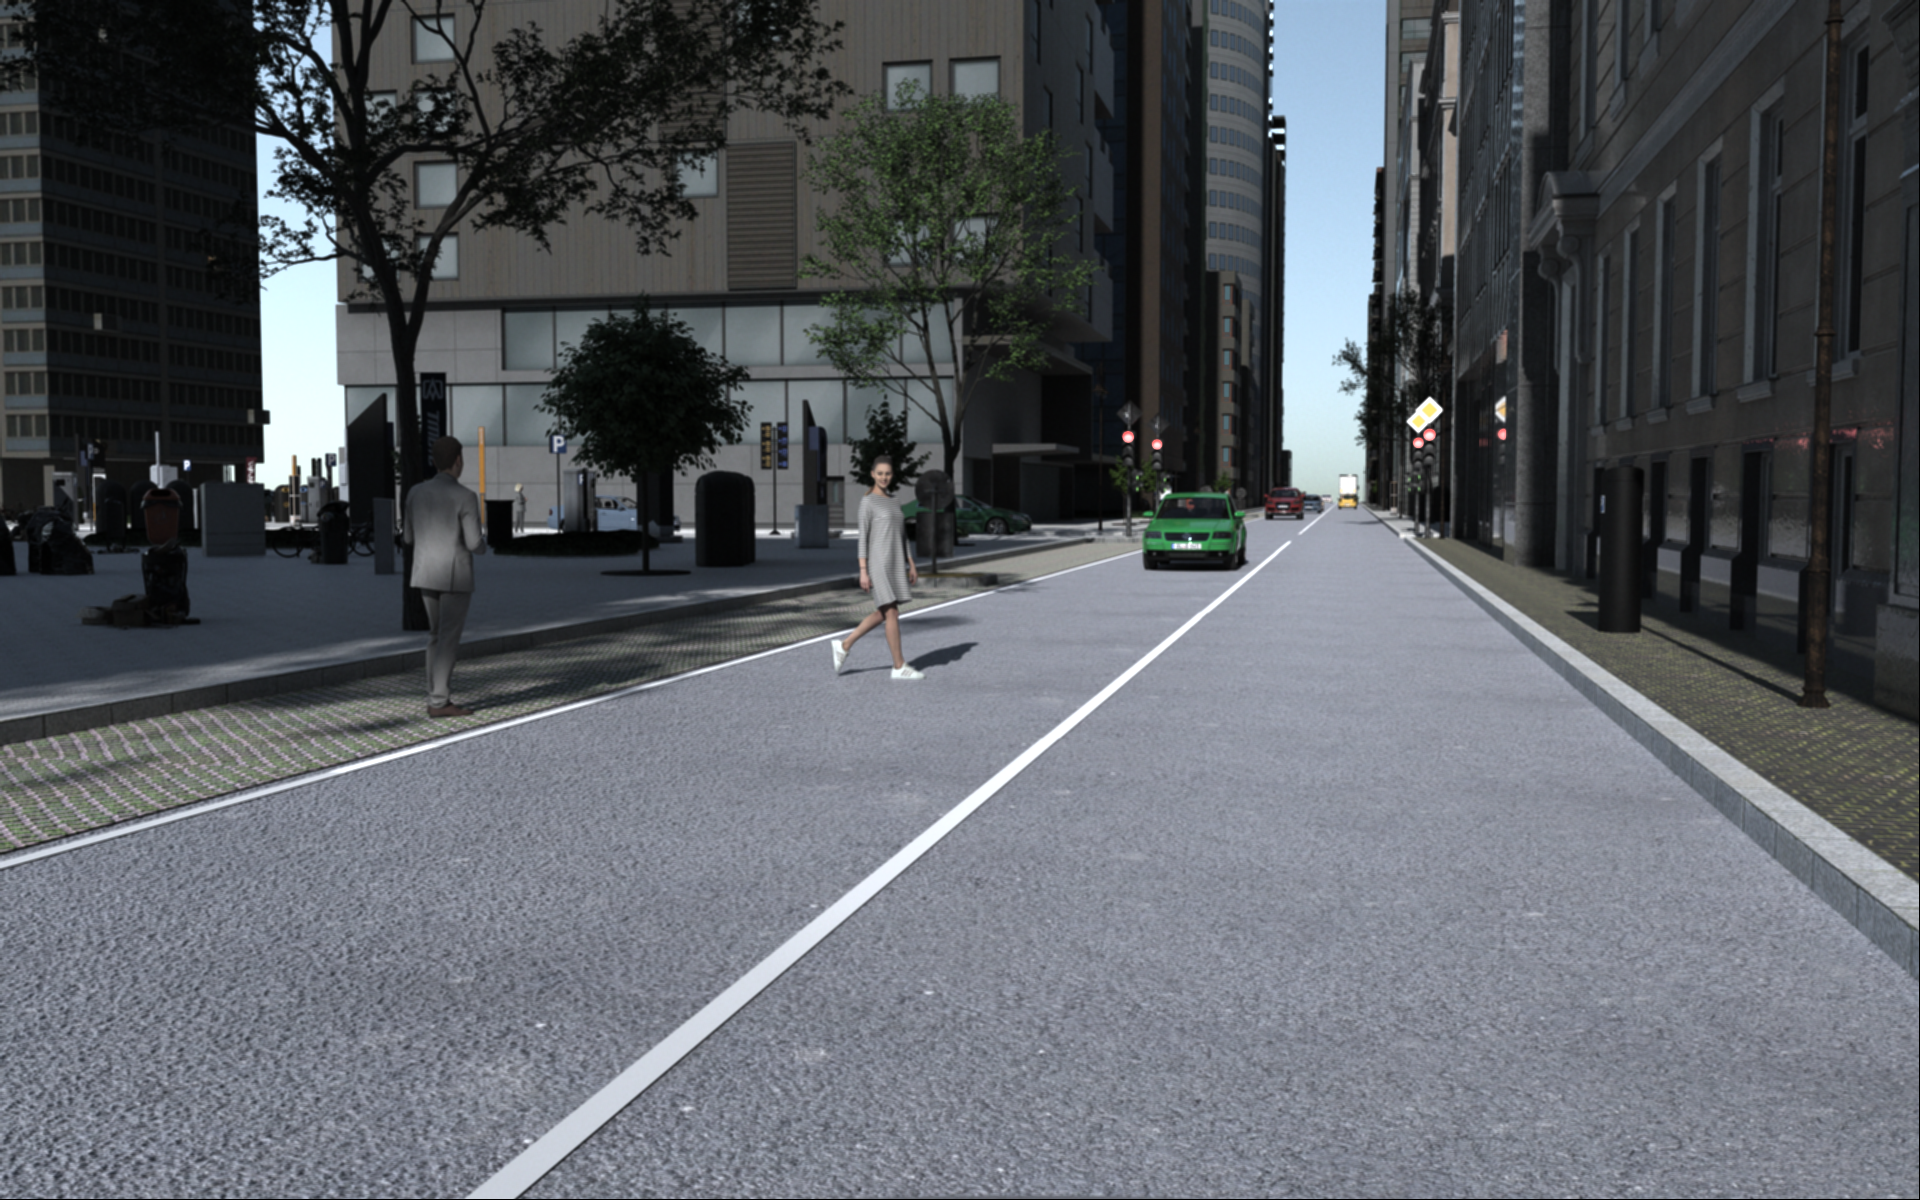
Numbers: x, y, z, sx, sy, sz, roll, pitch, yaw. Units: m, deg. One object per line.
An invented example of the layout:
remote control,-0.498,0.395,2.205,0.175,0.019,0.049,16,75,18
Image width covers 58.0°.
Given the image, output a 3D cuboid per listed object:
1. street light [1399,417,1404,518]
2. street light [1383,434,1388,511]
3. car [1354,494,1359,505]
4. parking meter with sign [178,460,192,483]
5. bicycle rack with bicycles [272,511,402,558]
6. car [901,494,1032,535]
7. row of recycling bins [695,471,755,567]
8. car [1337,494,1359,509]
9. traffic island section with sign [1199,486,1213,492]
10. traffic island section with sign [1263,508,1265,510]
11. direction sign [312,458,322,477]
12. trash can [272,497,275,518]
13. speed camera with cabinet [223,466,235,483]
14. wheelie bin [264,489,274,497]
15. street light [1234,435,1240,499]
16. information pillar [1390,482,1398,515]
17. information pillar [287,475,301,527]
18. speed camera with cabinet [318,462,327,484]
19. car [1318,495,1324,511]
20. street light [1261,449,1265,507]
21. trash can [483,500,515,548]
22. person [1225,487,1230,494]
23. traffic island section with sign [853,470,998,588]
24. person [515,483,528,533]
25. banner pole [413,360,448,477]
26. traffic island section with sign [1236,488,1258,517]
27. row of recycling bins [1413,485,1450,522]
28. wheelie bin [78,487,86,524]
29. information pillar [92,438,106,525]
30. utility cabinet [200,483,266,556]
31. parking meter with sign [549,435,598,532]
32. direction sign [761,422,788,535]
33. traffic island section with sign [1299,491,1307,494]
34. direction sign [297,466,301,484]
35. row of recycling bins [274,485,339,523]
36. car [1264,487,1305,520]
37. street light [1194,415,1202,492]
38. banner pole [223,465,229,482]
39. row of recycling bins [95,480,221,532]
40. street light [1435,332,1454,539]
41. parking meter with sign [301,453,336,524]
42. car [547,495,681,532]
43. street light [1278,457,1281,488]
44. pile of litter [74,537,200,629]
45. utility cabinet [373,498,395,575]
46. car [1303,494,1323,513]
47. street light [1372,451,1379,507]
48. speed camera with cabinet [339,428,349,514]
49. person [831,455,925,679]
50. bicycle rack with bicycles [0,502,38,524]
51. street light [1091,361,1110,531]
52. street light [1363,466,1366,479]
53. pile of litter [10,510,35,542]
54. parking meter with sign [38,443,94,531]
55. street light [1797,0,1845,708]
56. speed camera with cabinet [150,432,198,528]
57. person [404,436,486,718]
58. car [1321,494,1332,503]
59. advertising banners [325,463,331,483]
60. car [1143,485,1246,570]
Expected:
street light,23.260,-7.244,91.223,0.468,5.910,1.993,1,4,13
street light,31.972,-9.641,130.411,0.468,5.910,1.993,1,4,13
car,51.862,-13.331,229.763,2.131,1.459,4.920,1,4,14
parking meter with sign,-39.707,-5.583,87.544,0.543,3.016,1.738,2,4,27
bicycle rack with bicycles,-12.616,-1.396,36.202,2.925,0.926,2.852,-1,4,-10
car,-0.047,-2.784,57.314,4.920,1.459,2.131,1,4,11
row of recycling bins,-4.313,-1.527,32.083,1.069,1.692,3.534,0,4,-4
car,37.136,-9.518,165.842,2.015,1.641,3.980,1,4,14
traffic island section with sign,11.510,-4.414,80.798,1.989,1.847,2.006,1,4,13
traffic island section with sign,28.387,-9.020,156.102,1.989,1.847,2.006,1,4,13
direction sign,-40.585,-7.177,109.337,0.876,3.537,0.379,2,4,30
trash can,-37.174,-5.065,94.470,0.748,1.137,0.748,0,3,0
speed camera with cabinet,-52.800,-7.913,123.721,2.038,3.252,0.660,1,4,18
wheelie bin,-47.190,-6.720,117.786,0.980,1.594,0.693,-2,4,-27
street light,21.604,-9.918,134.947,0.468,5.910,1.993,1,4,13
information pillar,26.468,-6.186,105.631,0.304,2.012,0.304,-2,4,-34
information pillar,-25.681,-3.816,66.883,0.304,2.012,0.304,2,4,35
speed camera with cabinet,-39.242,-6.820,105.844,0.660,3.252,2.038,0,4,5
car,29.757,-8.199,146.423,2.083,1.381,4.827,1,4,15
street light,30.429,-12.311,174.071,0.468,5.910,1.993,1,4,13
trash can,-10.994,-1.817,41.360,0.748,1.137,0.748,0,3,0
person,15.193,-5.558,99.214,0.795,1.843,0.661,1,4,16
traffic island section with sign,-0.471,-1.142,27.293,1.989,1.847,2.006,1,4,13
person,-14.709,-3.025,58.149,0.526,1.800,0.537,0,4,-4
banner pole,-9.688,-2.531,31.394,0.863,3.779,0.401,0,4,-1
traffic island section with sign,17.494,-6.046,107.485,1.989,1.847,2.006,1,4,13
row of recycling bins,22.755,-4.465,80.112,3.534,1.692,1.069,2,4,25
wheelie bin,-37.791,-4.028,73.770,0.693,1.594,0.980,3,5,41
information pillar,-35.513,-4.898,71.439,0.504,3.616,0.183,-2,4,-26
utility cabinet,-14.914,-1.643,35.541,1.173,1.500,0.318,-3,5,-39
parking meter with sign,-11.182,-3.308,50.353,1.738,3.016,0.543,3,5,42
direction sign,-5.859,-3.838,54.745,0.876,3.537,0.379,1,4,10
traffic island section with sign,52.606,-15.632,264.202,1.989,1.847,2.006,1,4,13
direction sign,-52.764,-8.947,138.279,0.379,3.537,0.876,0,4,-6
row of recycling bins,-29.189,-4.355,78.322,3.534,1.692,1.069,0,4,-5
car,18.412,-5.474,98.172,2.281,1.827,5.304,1,4,13
street light,13.659,-7.756,99.595,0.468,5.910,1.993,1,4,13
banner pole,-53.323,-8.305,125.800,0.863,3.779,0.401,3,4,37
row of recycling bins,-23.076,-2.633,50.170,3.534,1.692,1.069,-2,4,-31
street light,13.809,-4.689,49.450,0.468,5.910,1.993,1,4,13
parking meter with sign,-27.762,-4.802,74.768,1.738,3.016,0.543,2,4,24
car,-11.693,-2.856,58.695,4.499,1.417,2.014,1,4,11
street light,39.842,-14.880,216.074,0.468,5.910,1.993,1,4,13
pile of litter,-8.121,-0.193,17.122,1.176,0.858,1.719,-1,4,-15
utility cabinet,-9.315,-1.034,28.061,0.306,1.237,1.020,-1,4,-16
car,26.360,-7.255,130.629,2.014,1.417,4.499,1,4,13
street light,40.051,-11.826,166.145,0.468,5.910,1.993,1,4,13
speed camera with cabinet,-17.844,-3.522,51.919,2.038,3.252,0.660,3,5,41
person,-0.644,-0.257,13.455,0.760,1.731,0.466,0,4,6
bicycle rack with bicycles,-41.202,-3.773,75.077,2.925,0.926,2.852,-2,4,-33
street light,4.916,-5.362,60.453,0.468,5.910,1.993,1,4,13
street light,58.240,-16.789,247.283,0.468,5.910,1.993,1,4,13
pile of litter,-25.529,-2.023,47.033,1.719,0.858,1.176,2,4,34
parking meter with sign,-30.839,-3.879,59.690,1.738,3.016,0.543,0,4,-6
street light,5.159,-2.294,10.287,0.468,5.910,1.993,1,4,13
speed camera with cabinet,-24.763,-3.696,54.763,2.038,3.252,0.660,2,4,34
person,-3.256,-0.152,11.178,0.606,1.804,0.583,1,4,20
car,60.102,-16.619,284.079,2.083,1.381,4.827,1,4,12
advertising banners,-35.059,-6.199,97.549,0.090,3.025,2.074,1,4,17
car,4.644,-1.542,34.011,1.959,1.807,4.718,1,4,12
